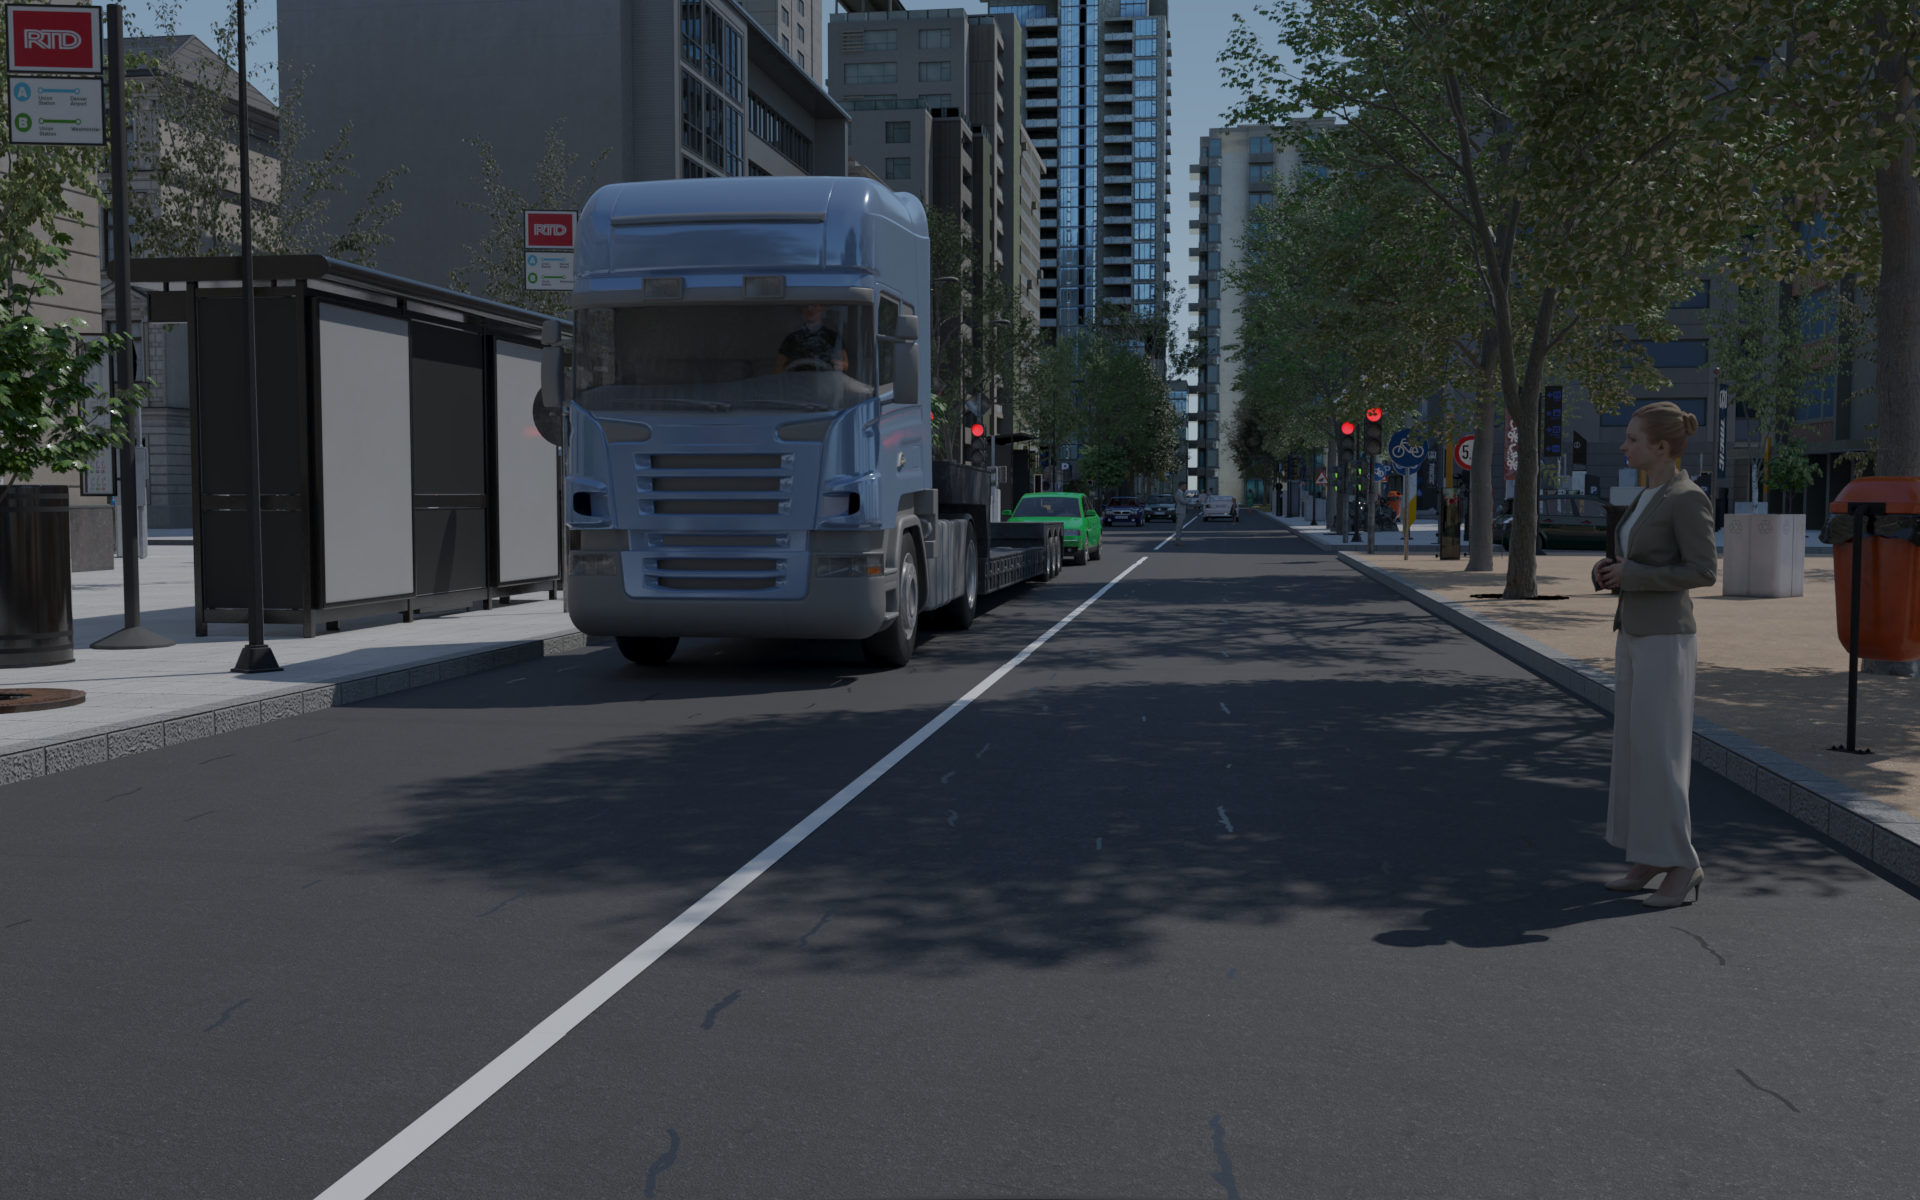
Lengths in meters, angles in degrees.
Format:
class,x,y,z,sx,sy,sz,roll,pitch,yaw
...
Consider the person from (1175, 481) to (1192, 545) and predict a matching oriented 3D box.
class,x,y,z,sx,sy,sz,roll,pitch,yaw
person,6.252,-2.434,48.477,0.466,1.800,0.511,0,4,5

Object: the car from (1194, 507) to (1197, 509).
class,x,y,z,sx,sy,sz,roll,pitch,yaw
car,22.726,-9.818,172.884,2.083,1.381,4.827,0,4,7

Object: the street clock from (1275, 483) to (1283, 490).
class,x,y,z,sx,sy,sz,roll,pitch,yaw
street clock,20.572,-6.555,111.749,0.471,2.002,0.358,-2,4,-23

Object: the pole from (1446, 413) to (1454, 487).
class,x,y,z,sx,sy,sz,roll,pitch,yaw
pole,12.391,-3.060,43.875,0.158,3.312,0.155,0,3,0

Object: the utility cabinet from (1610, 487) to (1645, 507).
class,x,y,z,sx,sy,sz,roll,pitch,yaw
utility cabinet,20.415,-2.694,52.733,1.173,1.500,0.318,1,4,15

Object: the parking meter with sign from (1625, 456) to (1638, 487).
class,x,y,z,sx,sy,sz,roll,pitch,yaw
parking meter with sign,26.982,-4.489,69.652,0.543,3.016,1.738,1,4,22

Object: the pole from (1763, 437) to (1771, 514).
class,x,y,z,sx,sy,sz,roll,pitch,yaw
pole,29.039,-4.190,62.345,0.158,3.312,0.155,0,3,0

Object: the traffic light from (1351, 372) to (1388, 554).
class,x,y,z,sx,sy,sz,roll,pitch,yaw
traffic light,8.825,-2.950,37.157,0.839,4.253,0.868,1,4,9

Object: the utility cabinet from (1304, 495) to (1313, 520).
class,x,y,z,sx,sy,sz,roll,pitch,yaw
utility cabinet,16.922,-4.454,83.983,0.306,1.237,1.020,0,4,2

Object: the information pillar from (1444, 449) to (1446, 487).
class,x,y,z,sx,sy,sz,roll,pitch,yaw
information pillar,25.245,-6.020,89.788,0.504,3.616,0.183,-3,5,-44

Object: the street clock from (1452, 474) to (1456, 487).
class,x,y,z,sx,sy,sz,roll,pitch,yaw
street clock,17.346,-3.417,60.444,0.471,2.002,0.358,1,4,21

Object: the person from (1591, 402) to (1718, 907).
class,x,y,z,sx,sy,sz,roll,pitch,yaw
person,2.451,0.174,6.205,0.362,1.759,0.519,0,4,0

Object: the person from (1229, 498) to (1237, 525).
class,x,y,z,sx,sy,sz,roll,pitch,yaw
person,12.833,-4.171,81.362,0.373,1.253,0.362,0,4,7

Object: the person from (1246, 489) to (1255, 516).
class,x,y,z,sx,sy,sz,roll,pitch,yaw
person,19.286,-6.509,115.173,0.600,1.795,0.529,2,4,24

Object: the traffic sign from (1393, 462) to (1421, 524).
class,x,y,z,sx,sy,sz,roll,pitch,yaw
traffic sign,12.368,-2.929,47.989,0.768,2.556,0.104,1,4,16

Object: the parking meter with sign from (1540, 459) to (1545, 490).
class,x,y,z,sx,sy,sz,roll,pitch,yaw
parking meter with sign,28.695,-5.501,86.194,0.543,3.016,1.738,2,4,24

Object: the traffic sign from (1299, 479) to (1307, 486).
class,x,y,z,sx,sy,sz,roll,pitch,yaw
traffic sign,21.669,-6.754,110.427,0.884,2.594,0.081,1,4,15

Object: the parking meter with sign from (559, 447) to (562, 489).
class,x,y,z,sx,sy,sz,roll,pitch,yaw
parking meter with sign,-13.092,-3.519,53.796,0.543,3.016,1.738,3,5,40

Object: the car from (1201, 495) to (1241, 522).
class,x,y,z,sx,sy,sz,roll,pitch,yaw
car,13.710,-4.810,91.005,2.083,1.381,4.827,1,4,8

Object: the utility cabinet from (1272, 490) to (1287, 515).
class,x,y,z,sx,sy,sz,roll,pitch,yaw
utility cabinet,19.878,-6.011,106.964,1.173,1.500,0.318,3,5,42

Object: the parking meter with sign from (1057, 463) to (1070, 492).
class,x,y,z,sx,sy,sz,roll,pitch,yaw
parking meter with sign,5.569,-6.063,95.387,0.543,3.016,1.738,1,4,19

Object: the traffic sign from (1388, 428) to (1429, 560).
class,x,y,z,sx,sy,sz,roll,pitch,yaw
traffic sign,8.655,-2.044,33.526,0.768,2.556,0.104,1,4,10

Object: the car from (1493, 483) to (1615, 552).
class,x,y,z,sx,sy,sz,roll,pitch,yaw
car,14.278,-1.823,39.593,4.222,1.686,2.009,1,4,9

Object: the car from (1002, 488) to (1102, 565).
class,x,y,z,sx,sy,sz,roll,pitch,yaw
car,1.940,-1.681,36.276,1.959,1.807,4.718,1,4,10

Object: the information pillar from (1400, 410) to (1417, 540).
class,x,y,z,sx,sy,sz,roll,pitch,yaw
information pillar,12.621,-3.501,48.601,0.504,3.616,0.183,-3,4,-36

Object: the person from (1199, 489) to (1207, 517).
class,x,y,z,sx,sy,sz,roll,pitch,yaw
person,15.431,-6.104,108.965,0.731,1.740,0.598,-1,4,-14

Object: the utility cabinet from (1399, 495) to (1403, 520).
class,x,y,z,sx,sy,sz,roll,pitch,yaw
utility cabinet,21.675,-4.522,85.093,1.020,1.237,0.306,0,4,3

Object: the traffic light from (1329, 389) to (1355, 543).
class,x,y,z,sx,sy,sz,roll,pitch,yaw
traffic light,10.032,-3.433,45.051,0.839,4.253,0.868,1,4,9

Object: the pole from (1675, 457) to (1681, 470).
class,x,y,z,sx,sy,sz,roll,pitch,yaw
pole,21.754,-3.589,52.530,0.158,3.312,0.155,0,3,0

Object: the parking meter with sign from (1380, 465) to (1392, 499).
class,x,y,z,sx,sy,sz,roll,pitch,yaw
parking meter with sign,25.727,-6.642,104.854,0.543,3.016,1.738,0,4,6

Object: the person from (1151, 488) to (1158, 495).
class,x,y,z,sx,sy,sz,roll,pitch,yaw
person,11.173,-5.561,99.604,0.511,1.800,0.466,1,4,15

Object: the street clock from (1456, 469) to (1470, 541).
class,x,y,z,sx,sy,sz,roll,pitch,yaw
street clock,13.855,-2.604,47.148,0.471,2.002,0.358,-3,5,-43

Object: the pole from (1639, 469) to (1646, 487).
class,x,y,z,sx,sy,sz,roll,pitch,yaw
pole,21.567,-3.723,54.712,0.158,3.312,0.155,0,3,0

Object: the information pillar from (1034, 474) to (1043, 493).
class,x,y,z,sx,sy,sz,roll,pitch,yaw
information pillar,2.885,-3.637,63.955,0.304,2.012,0.304,0,4,6

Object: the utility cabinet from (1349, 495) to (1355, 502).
class,x,y,z,sx,sy,sz,roll,pitch,yaw
utility cabinet,17.444,-4.087,77.988,0.306,1.237,1.020,2,4,33

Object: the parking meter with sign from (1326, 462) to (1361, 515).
class,x,y,z,sx,sy,sz,roll,pitch,yaw
parking meter with sign,20.368,-5.825,91.496,1.738,3.016,0.543,0,4,-6

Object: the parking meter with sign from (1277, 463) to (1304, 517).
class,x,y,z,sx,sy,sz,roll,pitch,yaw
parking meter with sign,18.732,-6.176,97.232,1.738,3.016,0.543,2,4,27

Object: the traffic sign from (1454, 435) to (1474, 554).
class,x,y,z,sx,sy,sz,roll,pitch,yaw
traffic sign,10.982,-2.268,37.180,0.768,2.556,0.104,1,4,18

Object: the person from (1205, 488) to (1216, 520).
class,x,y,z,sx,sy,sz,roll,pitch,yaw
person,13.905,-5.356,96.344,0.850,1.792,0.678,2,4,28

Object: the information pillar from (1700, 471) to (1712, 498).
class,x,y,z,sx,sy,sz,roll,pitch,yaw
information pillar,24.293,-3.178,56.454,0.304,2.012,0.304,3,5,42

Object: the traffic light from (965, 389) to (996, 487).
class,x,y,z,sx,sy,sz,roll,pitch,yaw
traffic light,0.529,-3.521,46.484,0.839,4.253,0.868,1,4,9

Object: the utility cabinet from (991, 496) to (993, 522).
class,x,y,z,sx,sy,sz,roll,pitch,yaw
utility cabinet,0.447,-2.504,52.101,1.020,1.237,0.306,1,4,19

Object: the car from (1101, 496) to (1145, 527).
class,x,y,z,sx,sy,sz,roll,pitch,yaw
car,7.299,-3.952,77.191,1.945,1.354,3.894,1,4,8

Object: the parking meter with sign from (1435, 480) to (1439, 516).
class,x,y,z,sx,sy,sz,roll,pitch,yaw
parking meter with sign,25.072,-5.858,92.039,0.543,3.016,1.738,-2,4,-25

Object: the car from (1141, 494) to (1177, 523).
class,x,y,z,sx,sy,sz,roll,pitch,yaw
car,10.216,-4.787,88.052,2.009,1.686,4.222,1,4,9

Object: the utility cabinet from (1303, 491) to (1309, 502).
class,x,y,z,sx,sy,sz,roll,pitch,yaw
utility cabinet,22.765,-6.447,114.084,0.318,1.500,1.173,0,4,5

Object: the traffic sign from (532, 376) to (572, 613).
class,x,y,z,sx,sy,sz,roll,pitch,yaw
traffic sign,-4.254,-1.136,18.673,0.768,2.556,0.104,1,4,11

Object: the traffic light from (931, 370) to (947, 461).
class,x,y,z,sx,sy,sz,roll,pitch,yaw
traffic light,-0.679,-3.038,38.590,0.839,4.253,0.868,1,4,9

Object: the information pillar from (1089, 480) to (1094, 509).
class,x,y,z,sx,sy,sz,roll,pitch,yaw
information pillar,6.751,-5.196,89.443,0.304,2.012,0.304,1,4,22

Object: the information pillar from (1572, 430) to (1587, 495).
class,x,y,z,sx,sy,sz,roll,pitch,yaw
information pillar,22.468,-4.375,62.883,0.504,3.616,0.183,1,4,23
